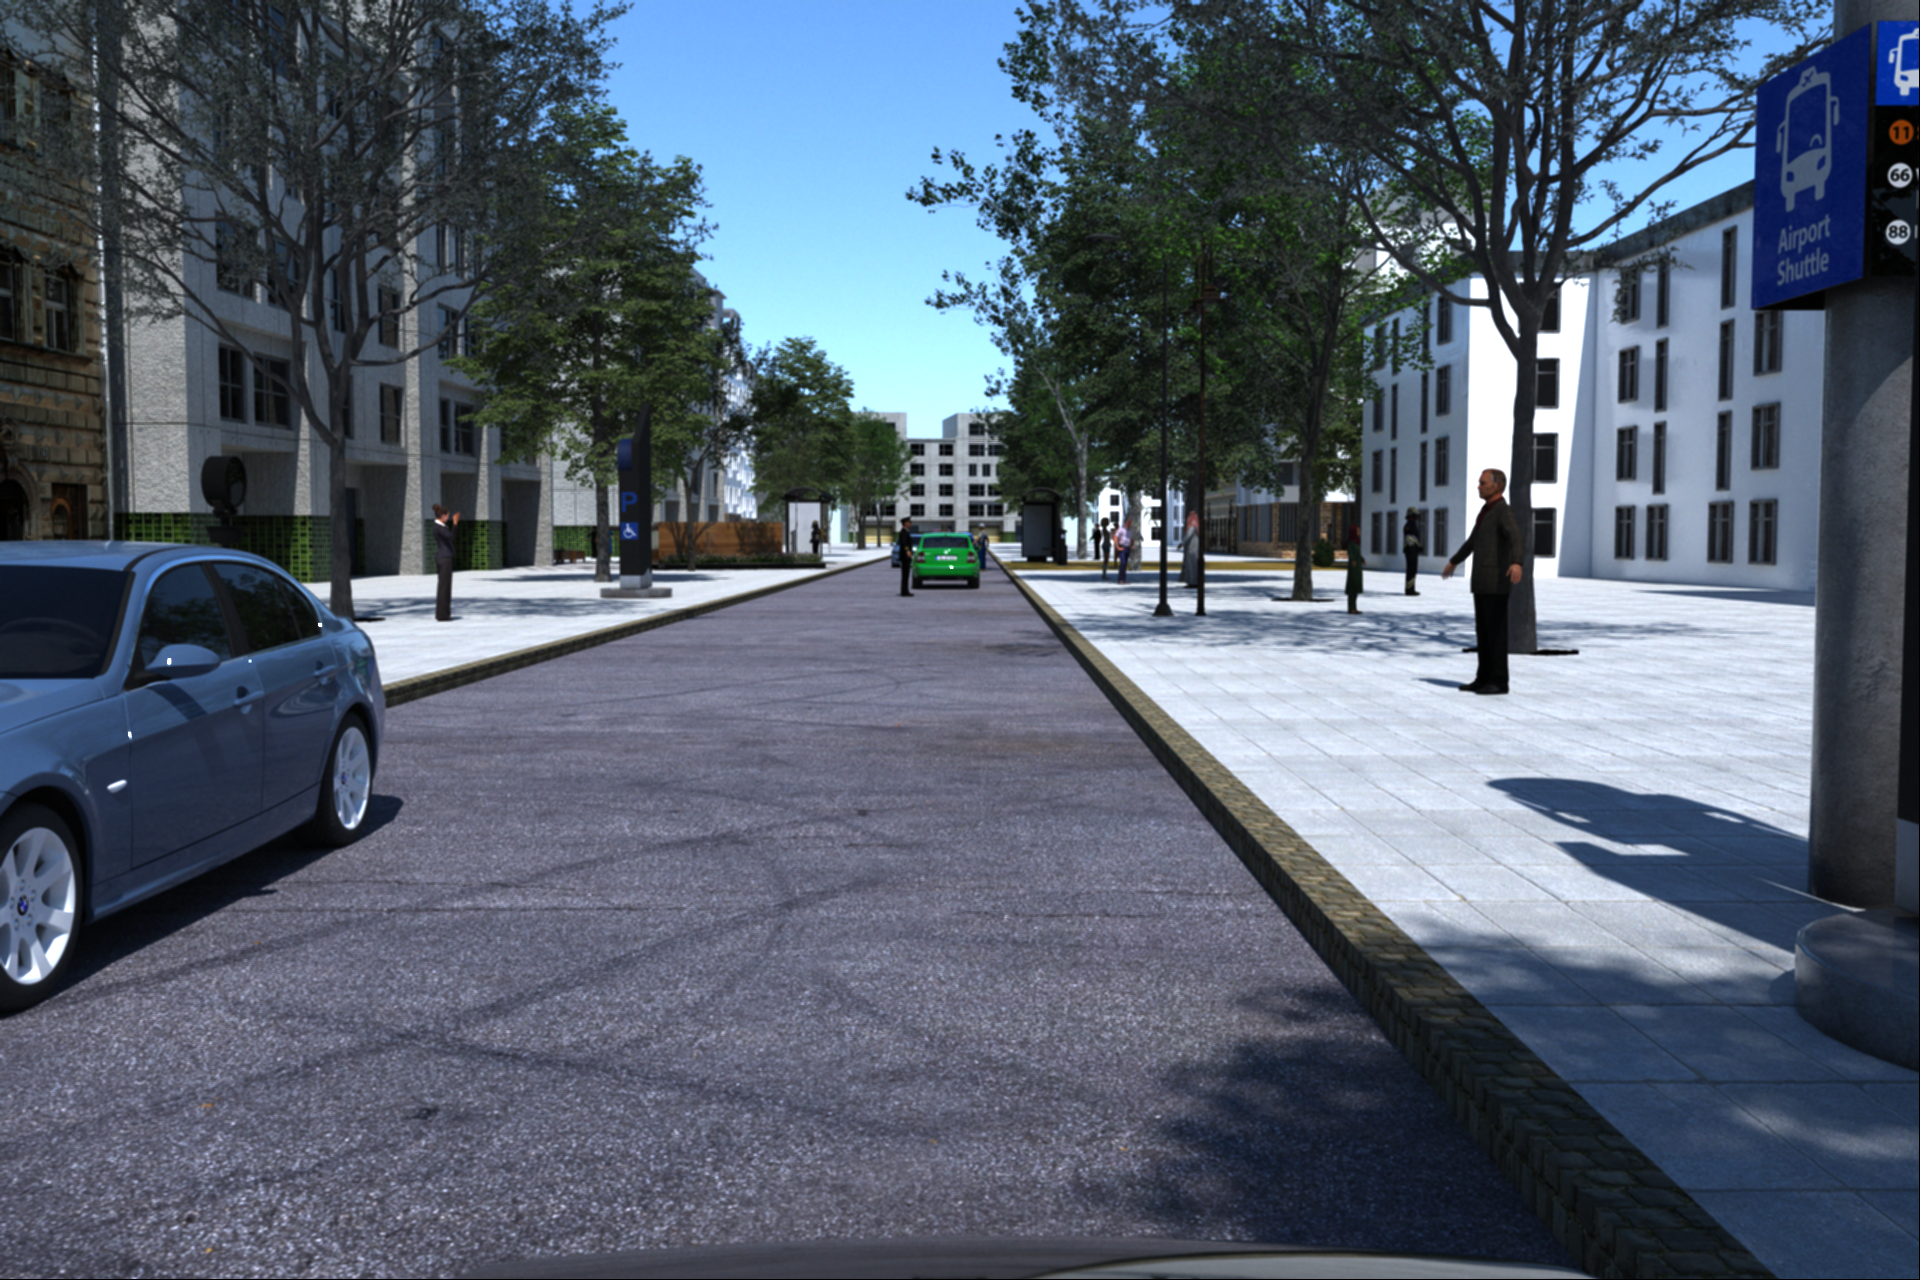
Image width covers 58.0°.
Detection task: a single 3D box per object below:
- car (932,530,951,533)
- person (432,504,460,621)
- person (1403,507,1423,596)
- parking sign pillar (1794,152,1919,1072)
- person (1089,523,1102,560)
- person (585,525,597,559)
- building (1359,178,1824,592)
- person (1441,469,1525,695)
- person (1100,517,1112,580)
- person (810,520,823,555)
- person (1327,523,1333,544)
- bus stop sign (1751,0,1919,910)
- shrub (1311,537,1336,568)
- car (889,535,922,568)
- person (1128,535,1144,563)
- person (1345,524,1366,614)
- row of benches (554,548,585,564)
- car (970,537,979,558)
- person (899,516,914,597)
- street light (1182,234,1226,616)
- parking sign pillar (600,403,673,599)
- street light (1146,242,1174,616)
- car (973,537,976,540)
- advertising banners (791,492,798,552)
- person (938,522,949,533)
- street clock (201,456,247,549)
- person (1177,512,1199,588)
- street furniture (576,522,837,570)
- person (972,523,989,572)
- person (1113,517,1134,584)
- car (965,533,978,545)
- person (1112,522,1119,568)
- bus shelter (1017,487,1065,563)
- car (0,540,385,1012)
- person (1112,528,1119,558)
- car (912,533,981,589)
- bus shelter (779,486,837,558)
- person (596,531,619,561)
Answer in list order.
[{"bbox_3d":[-1.501,-8.160,142.094,2.281,1.827,5.304,0,4,1],"label":"car"},{"bbox_3d":[-7.502,-1.142,25.521,0.742,1.727,0.445,2,4,34],"label":"person"},{"bbox_3d":[9.447,-1.849,36.102,0.704,1.845,1.351,1,4,21],"label":"person"},{"bbox_3d":[2.936,-0.969,4.313,1.447,3.967,1.447,0,3,0],"label":"parking sign pillar"},{"bbox_3d":[6.768,-4.870,85.819,0.705,1.806,1.347,-1,4,-21],"label":"person"},{"bbox_3d":[-19.226,-5.137,90.707,0.721,1.740,1.216,2,4,27],"label":"person"},{"bbox_3d":[19.557,-6.693,51.577,9.099,9.664,28.070,0,4,0],"label":"building"},{"bbox_3d":[4.263,-0.477,13.983,0.705,1.807,1.348,0,4,-7],"label":"person"},{"bbox_3d":[4.179,-2.573,48.674,0.721,1.753,1.214,0,4,3],"label":"person"},{"bbox_3d":[-6.077,-4.083,72.542,0.705,1.856,1.354,-1,4,-14],"label":"person"},{"bbox_3d":[17.722,-4.704,83.181,0.705,1.796,1.348,1,4,13],"label":"person"},{"bbox_3d":[3.331,-1.038,5.989,0.837,3.901,0.837,0,4,1],"label":"bus stop sign"},{"bbox_3d":[13.919,-3.379,66.366,1.383,1.207,1.383,0,3,0],"label":"shrub"},{"bbox_3d":[-2.029,-3.866,75.204,2.014,1.417,4.499,0,4,1],"label":"car"},{"bbox_3d":[7.531,-4.243,75.560,1.347,1.806,0.705,-2,4,-32],"label":"person"},{"bbox_3d":[6.401,-1.141,27.863,0.599,1.438,0.989,1,4,23],"label":"person"},{"bbox_3d":[-17.135,-3.581,74.013,1.422,0.672,4.104,1,4,11],"label":"row of benches"},{"bbox_3d":[-0.023,-3.593,71.320,1.945,1.354,3.894,0,4,1],"label":"car"},{"bbox_3d":[-1.219,-1.926,39.877,0.705,1.837,1.347,0,4,0],"label":"person"},{"bbox_3d":[3.784,-3.319,27.055,0.468,5.910,1.993,0,3,0],"label":"street light"},{"bbox_3d":[-6.563,-2.846,35.003,1.447,3.967,1.447,0,4,0],"label":"parking sign pillar"},{"bbox_3d":[3.723,-3.327,26.940,1.470,5.913,1.316,0,4,0],"label":"street light"},{"bbox_3d":[0.546,-8.986,158.930,2.014,1.417,4.499,0,4,-1],"label":"car"},{"bbox_3d":[-6.868,-4.631,71.909,0.090,3.025,2.074,0,4,2],"label":"advertising banners"},{"bbox_3d":[-0.478,-2.810,54.528,1.348,1.813,0.705,2,4,32],"label":"person"},{"bbox_3d":[-6.834,-0.707,16.137,0.358,2.002,0.471,0,4,1],"label":"street clock"},{"bbox_3d":[5.506,-2.139,41.128,0.704,1.811,1.347,2,4,29],"label":"person"},{"bbox_3d":[-8.261,-3.577,65.343,11.010,1.723,9.812,-1,4,-23],"label":"street furniture"},{"bbox_3d":[0.812,-3.541,66.201,0.705,1.847,1.347,2,4,30],"label":"person"},{"bbox_3d":[4.272,-2.295,44.499,0.756,1.711,0.436,-3,4,-37],"label":"person"},{"bbox_3d":[0.073,-5.025,91.746,1.945,1.707,3.694,0,4,0],"label":"car"},{"bbox_3d":[6.079,-3.642,66.357,0.721,1.733,1.217,0,4,8],"label":"person"},{"bbox_3d":[3.600,-5.140,77.958,2.014,3.302,5.546,0,4,1],"label":"bus shelter"},{"bbox_3d":[-3.658,0.323,6.719,2.014,1.417,4.499,0,3,0],"label":"car"},{"bbox_3d":[8.338,-5.248,91.654,0.705,1.847,1.347,2,4,33],"label":"person"},{"bbox_3d":[-0.394,-2.324,46.792,1.959,1.807,4.718,0,4,-1],"label":"car"},{"bbox_3d":[-6.626,-5.026,76.098,2.014,3.302,5.546,0,4,1],"label":"bus shelter"},{"bbox_3d":[-16.266,-4.512,79.898,0.704,1.817,1.347,3,5,45],"label":"person"}]
